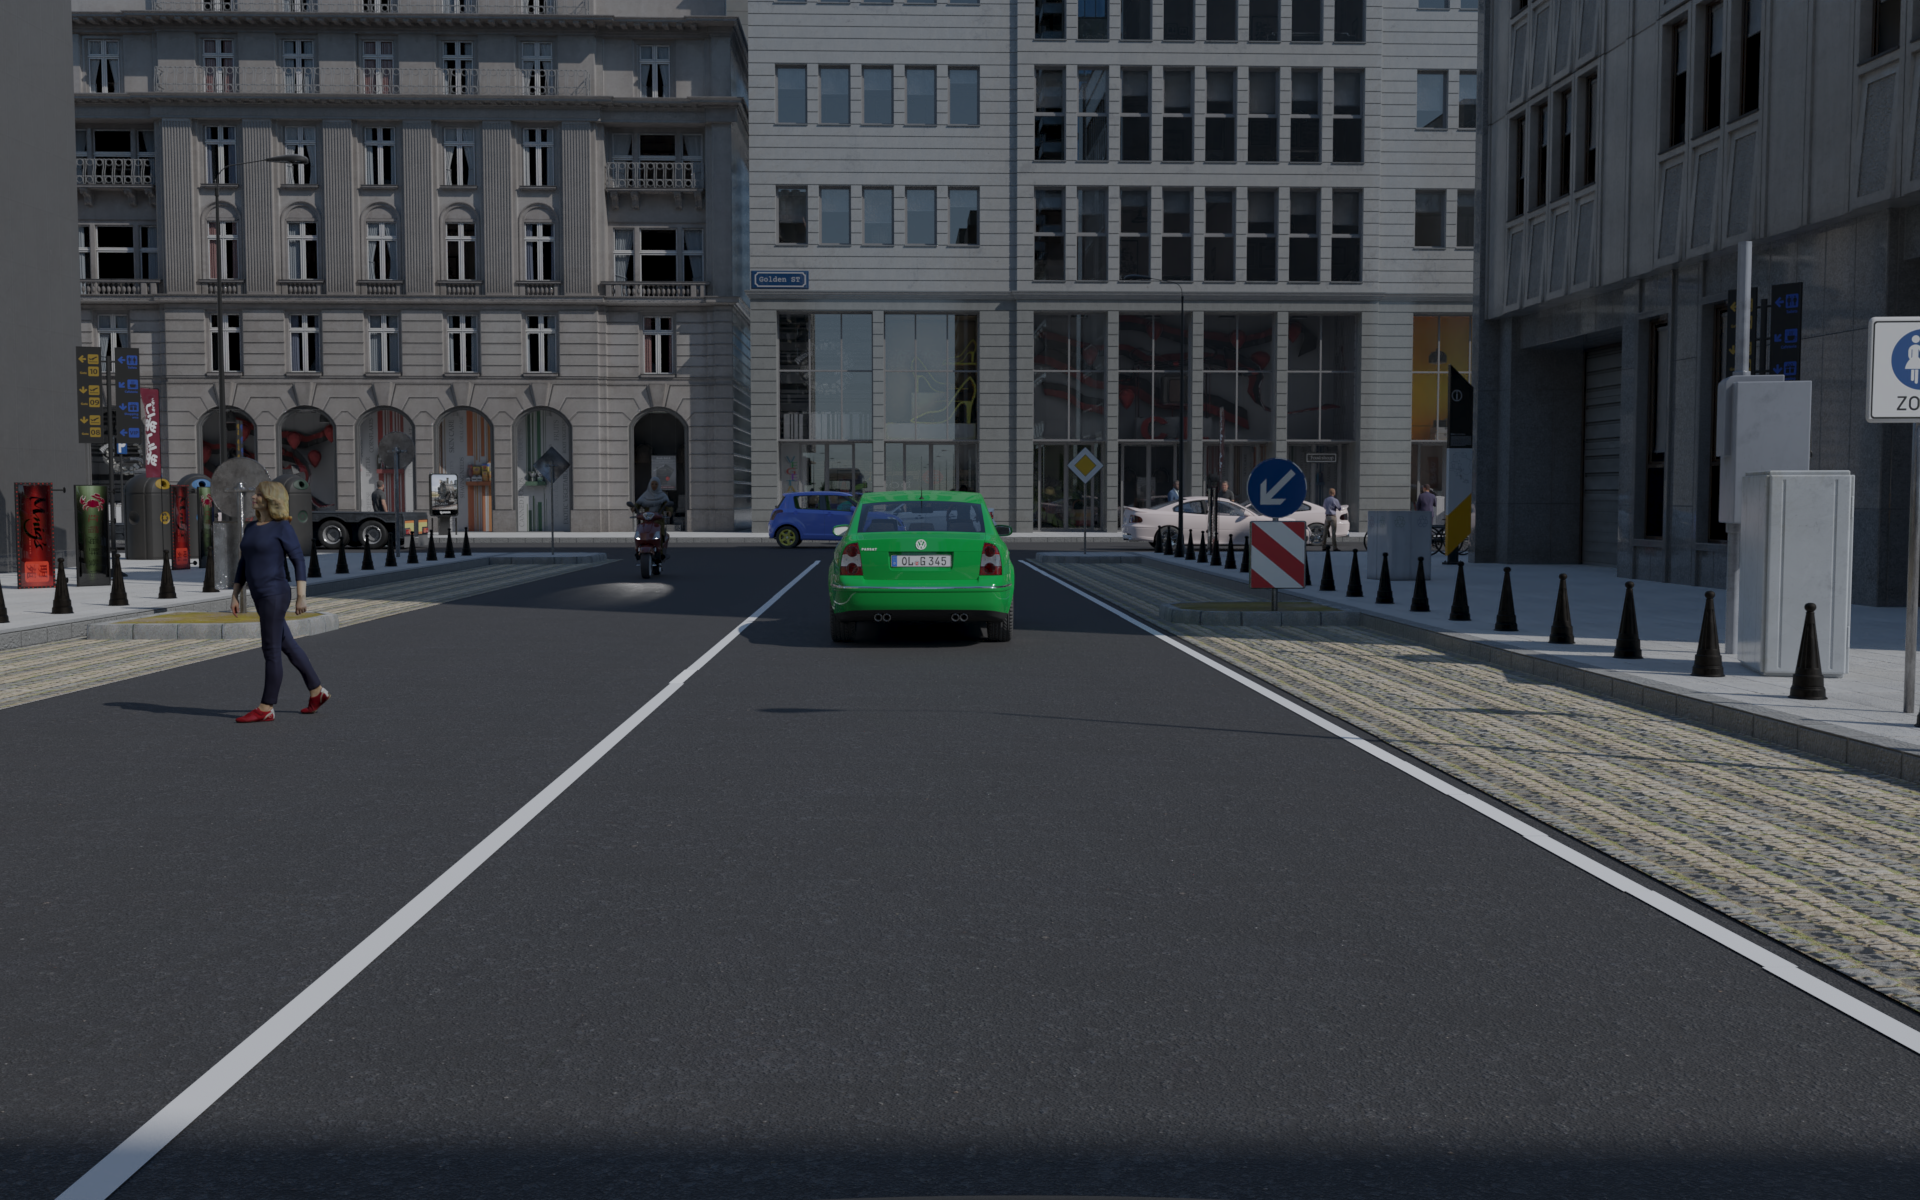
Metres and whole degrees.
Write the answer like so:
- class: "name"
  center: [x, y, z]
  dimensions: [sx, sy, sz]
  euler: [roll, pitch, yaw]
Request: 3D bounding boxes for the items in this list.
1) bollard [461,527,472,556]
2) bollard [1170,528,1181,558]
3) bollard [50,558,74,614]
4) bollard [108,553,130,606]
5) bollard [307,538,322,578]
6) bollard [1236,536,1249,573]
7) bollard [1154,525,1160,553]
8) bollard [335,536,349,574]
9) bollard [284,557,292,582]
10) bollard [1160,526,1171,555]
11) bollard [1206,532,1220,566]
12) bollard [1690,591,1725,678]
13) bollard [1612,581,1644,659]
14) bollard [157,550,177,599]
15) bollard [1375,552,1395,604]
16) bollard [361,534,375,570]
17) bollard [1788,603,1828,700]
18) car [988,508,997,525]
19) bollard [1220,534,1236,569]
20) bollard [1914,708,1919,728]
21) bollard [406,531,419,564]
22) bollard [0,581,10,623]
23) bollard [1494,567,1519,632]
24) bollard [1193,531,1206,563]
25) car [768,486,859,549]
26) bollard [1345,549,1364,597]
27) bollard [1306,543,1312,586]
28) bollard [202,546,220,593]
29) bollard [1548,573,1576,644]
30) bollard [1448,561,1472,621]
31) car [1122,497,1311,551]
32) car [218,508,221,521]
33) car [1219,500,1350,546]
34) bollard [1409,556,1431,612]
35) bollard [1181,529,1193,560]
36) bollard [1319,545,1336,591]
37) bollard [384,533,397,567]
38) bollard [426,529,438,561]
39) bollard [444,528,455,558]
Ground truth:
- class: "bollard"
  center: [-10.274, -1.223, 36.037]
  dimensions: [0.229, 0.601, 0.229]
  euler: [0, 3, 0]
- class: "bollard"
  center: [4.440, -1.162, 35.048]
  dimensions: [0.229, 0.601, 0.229]
  euler: [0, 3, 0]
- class: "bollard"
  center: [-9.634, -0.155, 18.573]
  dimensions: [0.229, 0.601, 0.229]
  euler: [0, 3, 0]
- class: "bollard"
  center: [-9.680, -0.237, 19.911]
  dimensions: [0.229, 0.601, 0.229]
  euler: [0, 3, 0]
- class: "bollard"
  center: [-9.929, -0.647, 26.618]
  dimensions: [0.229, 0.601, 0.229]
  euler: [0, 3, 0]
- class: "bollard"
  center: [4.689, -0.752, 28.340]
  dimensions: [0.229, 0.601, 0.229]
  euler: [0, 3, 0]
- class: "bollard"
  center: [4.341, -1.326, 37.726]
  dimensions: [0.229, 0.601, 0.229]
  euler: [0, 3, 0]
- class: "bollard"
  center: [-9.977, -0.729, 27.956]
  dimensions: [0.229, 0.601, 0.229]
  euler: [0, 3, 0]
- class: "bollard"
  center: [-9.882, -0.565, 25.279]
  dimensions: [0.229, 0.601, 0.229]
  euler: [0, 3, 0]
- class: "bollard"
  center: [4.387, -1.244, 36.388]
  dimensions: [0.229, 0.601, 0.229]
  euler: [0, 3, 0]
- class: "bollard"
  center: [4.588, -0.916, 31.019]
  dimensions: [0.229, 0.601, 0.229]
  euler: [0, 3, 0]
- class: "bollard"
  center: [5.277, 0.235, 12.203]
  dimensions: [0.229, 0.601, 0.229]
  euler: [0, 3, 0]
- class: "bollard"
  center: [5.229, 0.153, 13.541]
  dimensions: [0.229, 0.601, 0.229]
  euler: [0, 3, 0]
- class: "bollard"
  center: [-9.732, -0.319, 21.250]
  dimensions: [0.229, 0.601, 0.229]
  euler: [0, 3, 0]
- class: "bollard"
  center: [4.979, -0.260, 20.286]
  dimensions: [0.229, 0.601, 0.229]
  euler: [0, 3, 0]
- class: "bollard"
  center: [-10.024, -0.811, 29.294]
  dimensions: [0.229, 0.601, 0.229]
  euler: [0, 3, 0]
- class: "bollard"
  center: [5.326, 0.317, 10.865]
  dimensions: [0.229, 0.601, 0.229]
  euler: [0, 3, 0]
- class: "car"
  center: [-1.198, -2.299, 49.595]
  dimensions: [4.499, 1.417, 2.014]
  euler: [0, 4, -2]
- class: "bollard"
  center: [4.639, -0.834, 29.681]
  dimensions: [0.229, 0.601, 0.229]
  euler: [0, 3, 0]
- class: "bollard"
  center: [5.377, 0.400, 9.508]
  dimensions: [0.229, 0.601, 0.229]
  euler: [0, 3, 0]
- class: "bollard"
  center: [-10.122, -0.977, 32.015]
  dimensions: [0.229, 0.601, 0.229]
  euler: [0, 3, 0]
- class: "bollard"
  center: [-9.586, -0.073, 17.227]
  dimensions: [0.229, 0.601, 0.229]
  euler: [0, 3, 0]
- class: "bollard"
  center: [5.127, -0.012, 16.244]
  dimensions: [0.229, 0.601, 0.229]
  euler: [0, 3, 0]
- class: "bollard"
  center: [4.536, -0.998, 32.361]
  dimensions: [0.229, 0.601, 0.229]
  euler: [0, 3, 0]
- class: "car"
  center: [-3.265, -2.242, 46.244]
  dimensions: [3.694, 1.707, 1.945]
  euler: [0, 4, -1]
- class: "bollard"
  center: [4.933, -0.342, 21.629]
  dimensions: [0.229, 0.601, 0.229]
  euler: [0, 3, 0]
- class: "bollard"
  center: [4.832, -0.506, 24.320]
  dimensions: [0.229, 0.601, 0.229]
  euler: [0, 3, 0]
- class: "bollard"
  center: [-9.783, -0.401, 22.600]
  dimensions: [0.229, 0.601, 0.229]
  euler: [0, 3, 0]
- class: "bollard"
  center: [5.178, 0.071, 14.889]
  dimensions: [0.229, 0.601, 0.229]
  euler: [0, 3, 0]
- class: "bollard"
  center: [5.080, -0.094, 17.582]
  dimensions: [0.229, 0.601, 0.229]
  euler: [0, 3, 0]
- class: "car"
  center: [6.563, -1.959, 44.391]
  dimensions: [4.827, 1.381, 2.083]
  euler: [0, 4, -1]
- class: "car"
  center: [-21.125, -2.269, 49.462]
  dimensions: [4.827, 1.381, 2.083]
  euler: [0, 4, -2]
- class: "car"
  center: [8.465, -2.213, 48.540]
  dimensions: [4.827, 1.381, 2.083]
  euler: [0, 4, -1]
- class: "bollard"
  center: [5.032, -0.177, 18.928]
  dimensions: [0.229, 0.601, 0.229]
  euler: [0, 3, 0]
- class: "bollard"
  center: [4.487, -1.080, 33.707]
  dimensions: [0.229, 0.601, 0.229]
  euler: [0, 3, 0]
- class: "bollard"
  center: [4.881, -0.425, 22.982]
  dimensions: [0.229, 0.601, 0.229]
  euler: [0, 3, 0]
- class: "bollard"
  center: [-10.081, -0.895, 30.668]
  dimensions: [0.229, 0.601, 0.229]
  euler: [0, 3, 0]
- class: "bollard"
  center: [-10.179, -1.059, 33.361]
  dimensions: [0.229, 0.601, 0.229]
  euler: [0, 3, 0]
- class: "bollard"
  center: [-10.227, -1.141, 34.699]
  dimensions: [0.229, 0.601, 0.229]
  euler: [0, 3, 0]
